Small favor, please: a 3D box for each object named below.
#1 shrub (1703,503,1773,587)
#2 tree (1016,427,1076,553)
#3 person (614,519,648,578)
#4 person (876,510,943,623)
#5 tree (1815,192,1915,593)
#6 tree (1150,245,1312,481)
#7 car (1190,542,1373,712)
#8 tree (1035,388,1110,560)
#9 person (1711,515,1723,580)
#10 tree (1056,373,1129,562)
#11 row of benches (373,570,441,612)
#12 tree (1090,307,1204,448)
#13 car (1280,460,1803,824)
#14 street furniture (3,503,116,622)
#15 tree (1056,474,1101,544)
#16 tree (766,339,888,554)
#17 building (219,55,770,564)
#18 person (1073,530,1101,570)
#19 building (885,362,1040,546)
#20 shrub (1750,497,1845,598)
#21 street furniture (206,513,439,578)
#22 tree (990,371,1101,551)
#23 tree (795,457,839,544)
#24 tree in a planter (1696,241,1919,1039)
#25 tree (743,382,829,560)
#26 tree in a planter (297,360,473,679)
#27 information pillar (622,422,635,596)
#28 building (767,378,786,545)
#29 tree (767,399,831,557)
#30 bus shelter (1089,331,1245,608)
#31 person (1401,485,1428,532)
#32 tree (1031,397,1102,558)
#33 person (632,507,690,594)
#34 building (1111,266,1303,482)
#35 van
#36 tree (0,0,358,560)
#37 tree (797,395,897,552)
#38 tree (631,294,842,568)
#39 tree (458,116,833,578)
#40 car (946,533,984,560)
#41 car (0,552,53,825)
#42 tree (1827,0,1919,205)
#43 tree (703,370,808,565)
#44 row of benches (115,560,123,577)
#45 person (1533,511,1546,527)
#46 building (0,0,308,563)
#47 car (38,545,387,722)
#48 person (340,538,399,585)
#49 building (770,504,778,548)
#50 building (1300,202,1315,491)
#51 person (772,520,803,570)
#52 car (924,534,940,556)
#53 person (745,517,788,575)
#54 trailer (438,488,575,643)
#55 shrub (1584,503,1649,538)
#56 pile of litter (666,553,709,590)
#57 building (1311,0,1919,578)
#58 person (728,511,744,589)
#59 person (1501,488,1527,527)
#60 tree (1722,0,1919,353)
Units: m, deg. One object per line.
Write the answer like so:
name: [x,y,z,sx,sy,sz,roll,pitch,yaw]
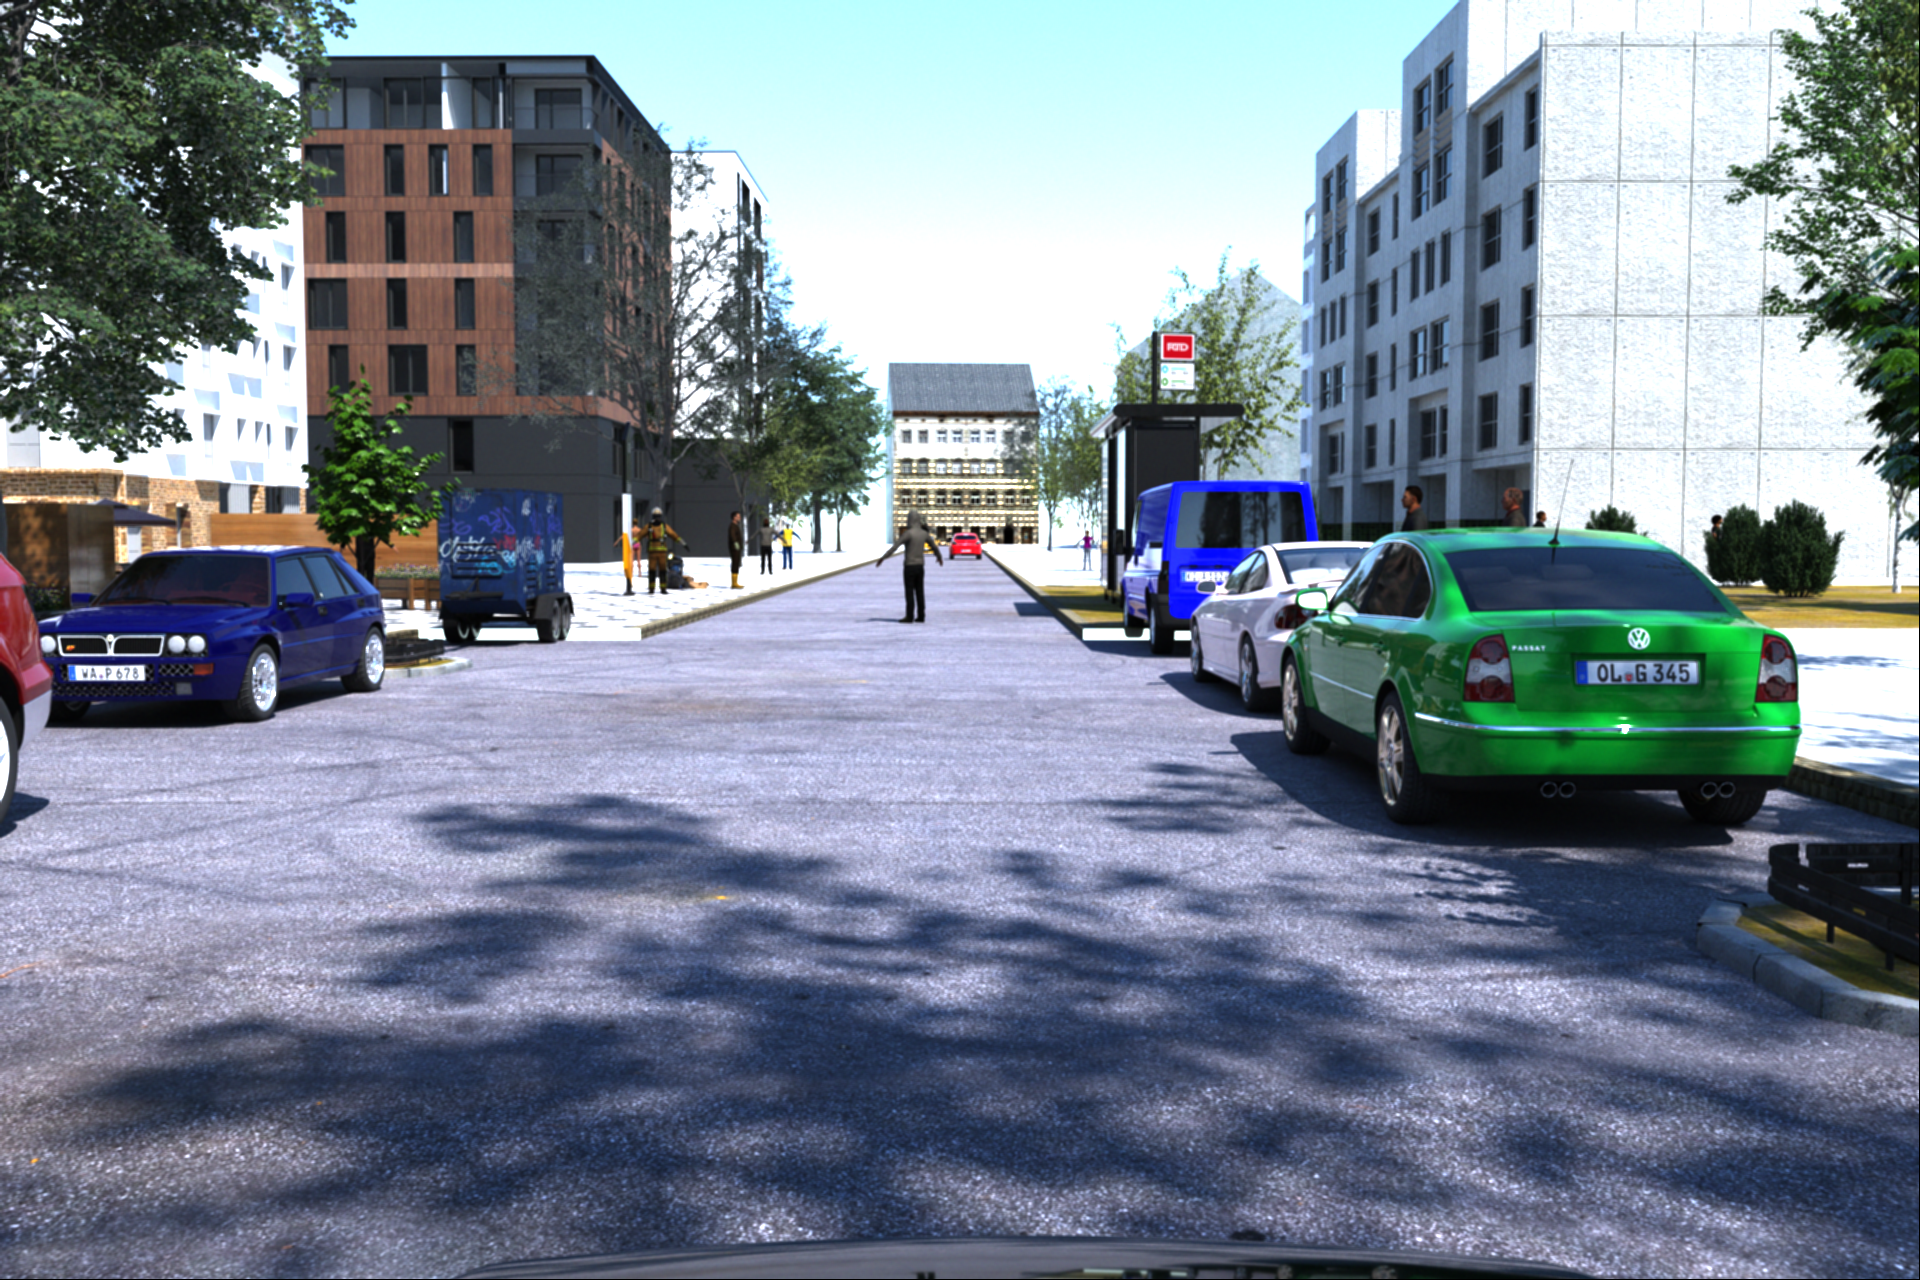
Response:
shrub: [18.963,-2.330,42.140,1.661,2.075,1.752,0,3,0]
tree: [6.119,-10.282,118.478,4.737,8.622,4.395,0,3,0]
person: [-9.565,-2.697,50.893,1.217,1.733,0.721,-2,4,-27]
person: [-0.762,-1.187,28.000,1.348,1.813,0.705,-3,5,-40]
tree: [20.278,-5.343,37.720,4.360,8.622,3.978,0,3,0]
tree: [6.802,-5.804,45.254,4.737,8.622,4.395,0,3,0]
car: [3.209,-0.182,15.333,2.083,1.381,4.827,0,4,-1]
tree: [6.486,-8.356,86.989,4.360,8.622,3.978,0,3,0]
person: [21.326,-2.604,48.722,0.704,1.843,1.345,2,4,30]
tree: [6.670,-7.944,80.240,4.737,8.622,4.395,0,3,0]
row of benches: [-8.325,-0.807,28.656,4.104,0.672,1.422,3,4,38]
tree: [6.103,-6.530,57.130,4.737,8.622,4.395,0,3,0]
car: [3.020,-0.069,9.922,1.959,1.807,4.718,0,4,0]
street furniture: [-16.936,-1.149,25.638,9.812,1.723,11.010,0,4,-7]
tree: [16.428,-18.664,215.523,12.009,13.543,11.850,0,3,0]
tree: [-9.433,-12.612,112.859,9.857,13.997,8.962,0,3,0]
building: [-25.896,-15.089,90.683,27.936,21.610,32.646,0,4,1]
person: [4.561,-3.229,62.056,0.991,1.433,0.599,0,4,-1]
building: [-0.080,-23.685,220.631,18.063,23.208,19.493,0,4,-5]
shrub: [16.874,-1.865,34.915,1.690,2.028,1.600,0,3,0]
street furniture: [-13.450,-1.998,39.518,11.010,1.723,9.812,-2,4,-26]
tree: [6.850,-13.385,129.215,12.009,13.543,11.850,0,3,0]
tree: [-18.794,-17.860,217.763,9.928,11.665,9.643,0,3,0]
tree in a planter: [3.537,-0.506,5.502,1.991,3.239,1.994,0,4,0]
tree: [-8.799,-8.202,84.461,4.737,8.622,4.395,0,3,0]
tree in a planter: [-6.224,-1.270,17.994,1.991,3.239,1.994,0,4,1]
information pillar: [-6.897,-2.724,35.892,0.183,3.616,0.504,0,4,1]
building: [-25.362,-20.349,189.132,16.016,20.090,11.380,0,4,0]
tree: [-9.288,-8.830,94.730,4.360,8.622,3.978,0,3,0]
bus shelter: [3.587,-3.332,32.115,2.179,5.291,8.768,0,4,1]
person: [4.993,-0.805,19.228,0.705,1.821,1.348,1,4,10]
tree: [6.506,-8.699,92.591,4.360,8.622,3.978,0,3,0]
person: [-6.455,-1.906,36.928,1.354,1.858,0.705,-1,4,-13]
building: [23.718,-19.624,151.778,19.493,23.208,18.063,0,4,0]
van: [3.218,-1.096,22.305,2.240,2.365,5.245,0,4,0]
tree: [-12.301,-7.019,21.417,9.857,13.997,8.962,0,3,0]
tree: [-8.525,-12.078,123.235,9.928,11.665,9.643,0,3,0]
tree: [-8.545,-8.042,65.899,8.767,10.594,7.601,0,4,2]
tree: [-8.862,-8.583,50.709,12.009,13.543,11.850,0,3,0]
car: [0.297,-5.463,98.362,2.155,1.783,4.494,0,4,-1]
car: [-5.486,0.141,6.367,2.281,1.827,5.304,0,4,0]
tree: [9.667,-3.965,15.184,4.737,8.622,4.395,0,3,0]
tree: [-9.238,-7.493,72.866,4.360,8.622,3.978,0,3,0]
row of benches: [-21.287,-1.600,41.617,1.422,0.672,4.104,0,4,-2]
person: [13.224,-2.028,39.390,0.704,1.802,1.346,0,4,-5]
building: [-28.387,-11.779,49.000,16.016,20.090,11.380,0,4,-1]
car: [-6.169,-0.114,14.443,1.945,1.354,3.894,0,4,0]
person: [-11.565,-1.701,33.745,1.347,1.837,0.705,1,4,19]
building: [-22.282,-13.910,169.570,9.099,9.664,28.070,0,4,0]
building: [24.724,-14.814,98.636,16.016,20.090,11.380,0,4,0]
person: [-6.193,-3.395,61.978,1.216,1.772,0.721,-1,4,-21]
car: [-2.331,-6.398,114.835,2.015,1.641,3.980,0,4,1]
person: [-6.097,-2.962,54.550,1.348,1.813,0.705,0,4,-5]
trailer: [-6.019,-0.935,22.335,1.471,1.999,3.904,0,4,0]
shrub: [15.352,-2.227,40.835,1.690,2.028,1.600,0,3,0]
pile of litter: [-6.491,-1.644,40.848,1.176,0.858,1.719,0,4,-1]
building: [24.873,-12.154,65.174,16.747,18.905,31.486,0,3,0]
person: [-5.258,-2.120,40.796,0.704,1.812,1.346,0,4,-3]
person: [6.301,-0.837,19.865,0.705,1.807,1.348,1,4,22]
tree: [16.551,-6.232,27.656,9.928,11.665,9.643,0,3,0]
